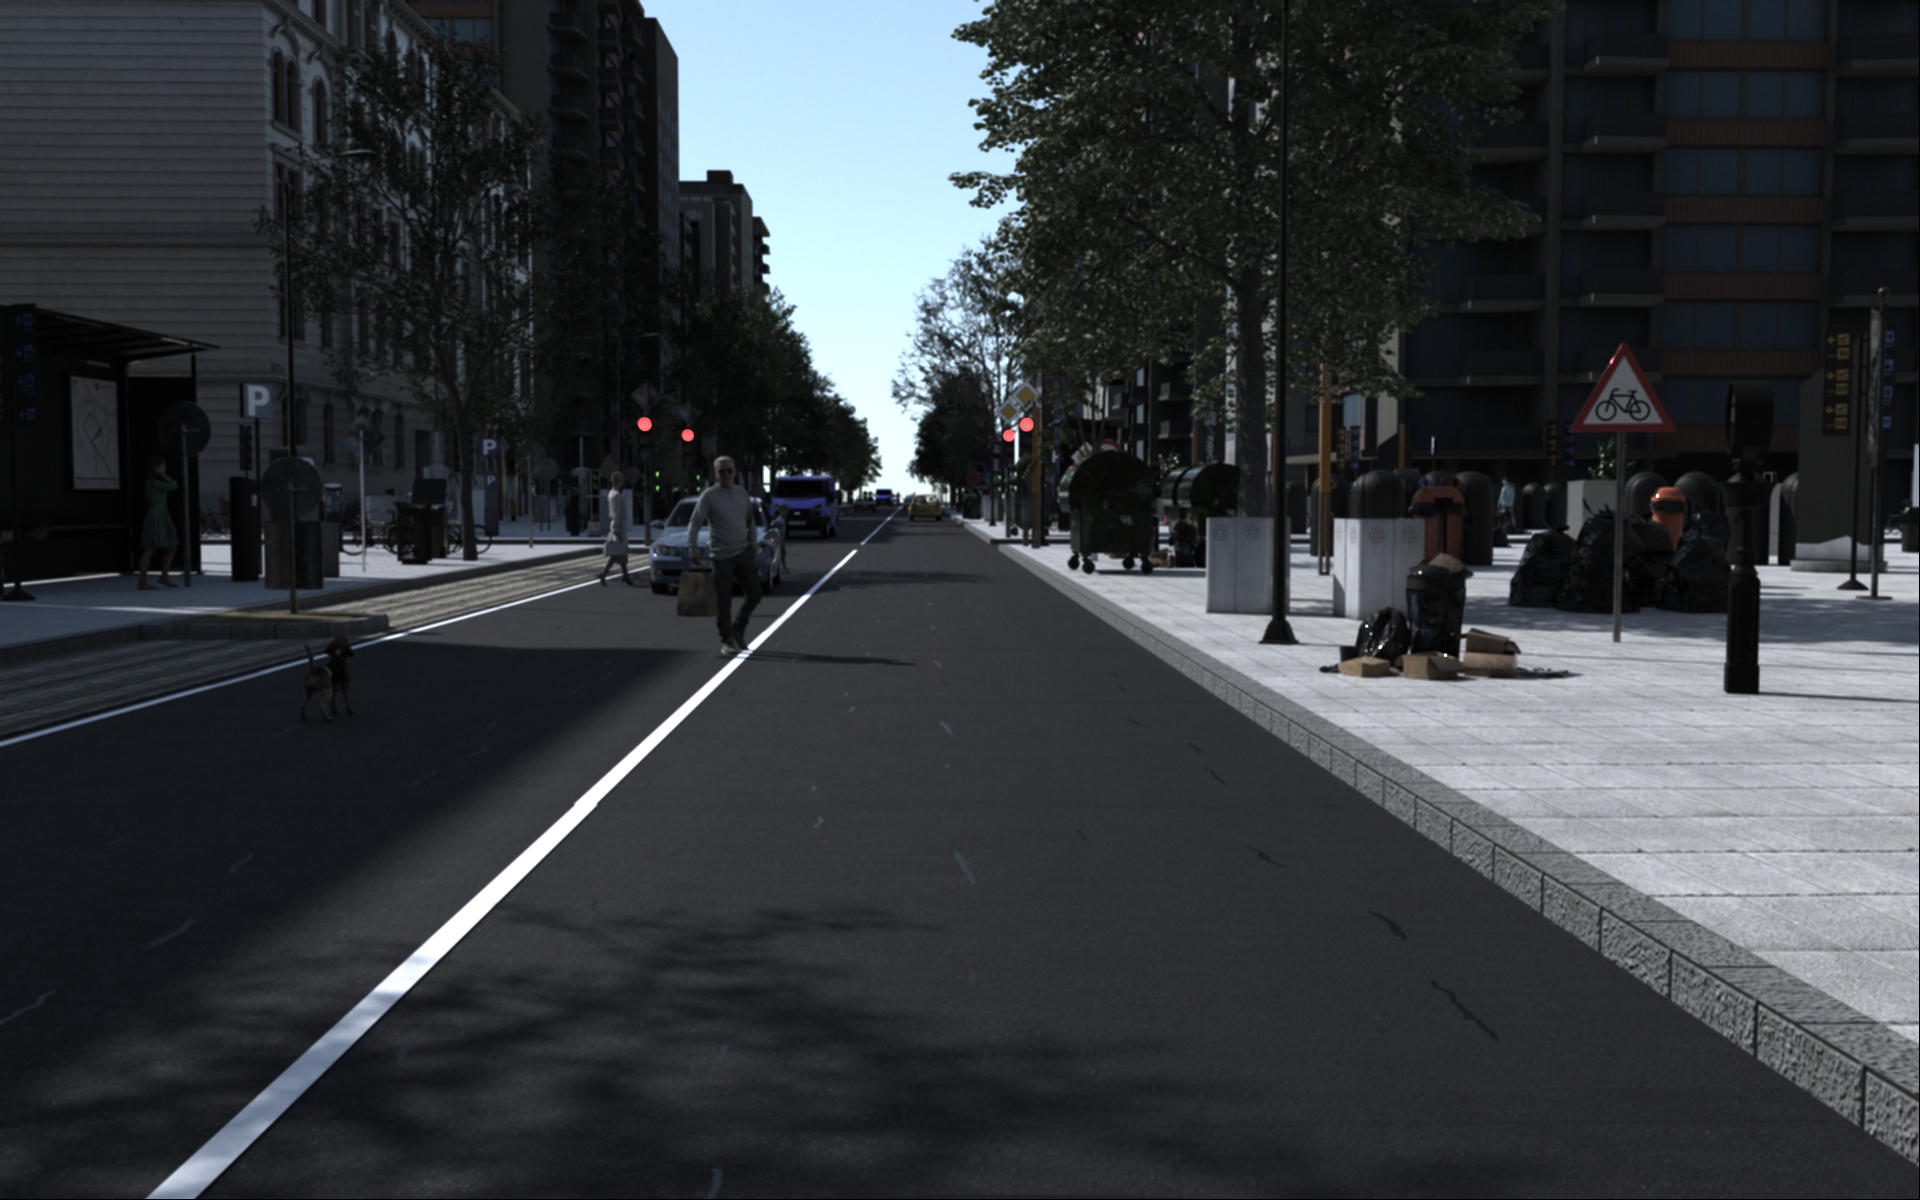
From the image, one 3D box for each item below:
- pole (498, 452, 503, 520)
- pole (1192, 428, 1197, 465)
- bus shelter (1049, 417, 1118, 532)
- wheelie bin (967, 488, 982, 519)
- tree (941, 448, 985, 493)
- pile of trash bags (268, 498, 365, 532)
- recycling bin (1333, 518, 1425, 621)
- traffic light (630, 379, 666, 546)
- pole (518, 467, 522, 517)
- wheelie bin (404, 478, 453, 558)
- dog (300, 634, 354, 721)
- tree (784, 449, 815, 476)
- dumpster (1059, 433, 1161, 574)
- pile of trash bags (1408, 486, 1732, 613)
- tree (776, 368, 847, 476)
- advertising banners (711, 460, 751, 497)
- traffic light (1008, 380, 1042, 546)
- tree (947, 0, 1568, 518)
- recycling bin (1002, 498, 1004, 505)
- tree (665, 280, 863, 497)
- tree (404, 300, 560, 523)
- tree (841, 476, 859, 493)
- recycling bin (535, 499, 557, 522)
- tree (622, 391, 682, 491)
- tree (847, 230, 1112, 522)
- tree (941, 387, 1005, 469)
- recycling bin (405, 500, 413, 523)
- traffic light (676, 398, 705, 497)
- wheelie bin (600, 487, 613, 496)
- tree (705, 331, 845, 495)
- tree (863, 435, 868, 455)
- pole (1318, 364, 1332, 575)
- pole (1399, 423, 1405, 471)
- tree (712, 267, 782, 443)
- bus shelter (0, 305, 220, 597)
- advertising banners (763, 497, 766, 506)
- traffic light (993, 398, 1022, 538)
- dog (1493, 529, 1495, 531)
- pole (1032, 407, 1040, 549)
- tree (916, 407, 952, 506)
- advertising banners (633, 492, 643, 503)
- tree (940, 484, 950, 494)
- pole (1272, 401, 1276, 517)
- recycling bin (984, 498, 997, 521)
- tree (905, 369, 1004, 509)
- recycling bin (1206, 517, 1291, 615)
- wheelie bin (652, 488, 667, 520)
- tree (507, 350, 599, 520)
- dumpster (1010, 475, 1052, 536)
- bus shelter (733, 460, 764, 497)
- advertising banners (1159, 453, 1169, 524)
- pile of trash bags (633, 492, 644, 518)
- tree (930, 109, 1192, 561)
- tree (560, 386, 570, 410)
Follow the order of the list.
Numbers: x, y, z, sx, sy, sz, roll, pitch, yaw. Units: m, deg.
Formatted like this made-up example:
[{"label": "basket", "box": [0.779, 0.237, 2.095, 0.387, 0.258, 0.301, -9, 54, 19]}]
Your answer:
[{"label": "pole", "box": [-22.495, -5.562, 84.775, 0.158, 3.312, 0.155, 0, 3, 0]}, {"label": "pole", "box": [7.276, -3.658, 53.650, 0.158, 3.312, 0.155, 0, 3, 0]}, {"label": "bus shelter", "box": [3.930, -3.927, 55.485, 1.731, 3.624, 6.357, 0, 4, -1]}, {"label": "wheelie bin", "box": [0.723, -4.889, 87.836, 0.693, 1.594, 0.980, -1, 4, -13]}, {"label": "tree", "box": [0.288, -8.411, 121.240, 4.285, 4.588, 4.351, 0, 3, 0]}, {"label": "pile of trash bags", "box": [-22.027, -3.038, 59.427, 3.447, 1.369, 1.912, -1, 4, -8]}, {"label": "recycling bin", "box": [4.326, -0.328, 17.912, 0.722, 1.027, 0.722, -1, 4, -11]}, {"label": "traffic light", "box": [-7.652, -3.274, 42.449, 0.839, 4.253, 0.868, 0, 4, -1]}, {"label": "pole", "box": [-25.108, -6.416, 98.751, 0.158, 3.312, 0.155, 0, 3, 0]}, {"label": "wheelie bin", "box": [-10.682, -1.649, 34.865, 0.980, 1.594, 0.693, 0, 4, -7]}, {"label": "dog", "box": [-4.068, 0.499, 11.128, 0.406, 0.507, 0.540, -2, 4, -35]}, {"label": "tree", "box": [-13.464, -11.905, 145.016, 4.360, 8.622, 3.978, 0, 3, 0]}, {"label": "dumpster", "box": [2.451, -1.591, 28.510, 1.502, 2.255, 1.985, 0, 4, -1]}, {"label": "pile of trash bags", "box": [6.737, -0.588, 19.371, 3.447, 1.369, 1.912, 0, 4, -2]}, {"label": "tree", "box": [-13.707, -15.590, 165.264, 12.009, 13.543, 11.850, 0, 3, 0]}, {"label": "advertising banners", "box": [-11.696, -5.650, 88.572, 2.074, 3.025, 0.090, 0, 4, 5]}, {"label": "traffic light", "box": [1.606, -3.290, 42.704, 0.839, 4.253, 0.868, 0, 4, -1]}, {"label": "tree", "box": [3.321, -6.266, 20.583, 7.486, 12.596, 7.792, 0, 3, 0]}, {"label": "recycling bin", "box": [2.437, -5.710, 105.910, 0.722, 1.027, 0.722, 1, 4, 23]}, {"label": "tree", "box": [-10.725, -9.653, 83.586, 9.928, 11.665, 9.643, 0, 3, 0]}, {"label": "tree", "box": [-18.499, -7.029, 65.286, 4.737, 8.622, 4.395, 0, 3, 0]}, {"label": "tree", "box": [-16.012, -16.272, 249.765, 4.285, 4.588, 4.351, 0, 3, 0]}, {"label": "recycling bin", "box": [-19.063, -4.111, 79.763, 0.722, 1.027, 0.722, 2, 4, 24]}, {"label": "tree", "box": [-20.795, -10.250, 117.947, 4.360, 8.622, 3.978, 0, 3, 0]}, {"label": "tree", "box": [1.842, -10.402, 80.444, 12.009, 13.543, 11.850, 0, 3, 0]}, {"label": "tree", "box": [0.973, -9.665, 108.387, 4.360, 8.622, 3.978, 0, 3, 0]}, {"label": "recycling bin", "box": [-23.886, -3.875, 75.905, 0.722, 1.027, 0.722, -2, 4, -27]}, {"label": "traffic light", "box": [-7.860, -3.762, 50.431, 0.839, 4.253, 0.868, 0, 4, -1]}, {"label": "wheelie bin", "box": [-15.169, -4.107, 75.058, 0.980, 1.594, 0.693, 2, 4, 25]}, {"label": "tree", "box": [-12.609, -12.238, 117.100, 9.611, 12.733, 9.660, 0, 3, 0]}, {"label": "tree", "box": [-11.618, -10.271, 93.680, 9.928, 11.665, 9.643, 0, 3, 0]}, {"label": "pole", "box": [5.763, -2.049, 27.337, 0.158, 3.312, 0.155, 0, 3, 0]}, {"label": "pole", "box": [12.766, -3.441, 50.102, 0.158, 3.312, 0.155, 0, 3, 0]}, {"label": "tree", "box": [-10.720, -8.118, 67.140, 8.767, 10.594, 7.601, 1, 4, 16]}, {"label": "bus shelter", "box": [-12.538, -2.033, 24.525, 1.731, 3.624, 6.357, 0, 4, -1]}, {"label": "advertising banners", "box": [-14.472, -7.776, 123.324, 2.074, 3.025, 0.090, 1, 4, 11]}, {"label": "traffic light", "box": [1.398, -3.778, 50.687, 0.839, 4.253, 0.868, 0, 4, -1]}, {"label": "dog", "box": [14.180, -1.674, 46.664, 0.406, 0.507, 0.540, 2, 4, 24]}, {"label": "pole", "box": [1.794, -2.870, 40.774, 0.158, 3.312, 0.155, 0, 3, 0]}, {"label": "tree", "box": [-1.005, -16.275, 191.857, 9.928, 11.665, 9.643, 0, 3, 0]}, {"label": "advertising banners", "box": [-22.506, -7.744, 122.799, 2.074, 3.025, 0.090, 2, 4, 32]}, {"label": "tree", "box": [-2.485, -16.547, 265.147, 1.663, 3.219, 1.824, 0, 3, 0]}, {"label": "pole", "box": [6.994, -2.714, 38.211, 0.158, 3.312, 0.155, 0, 3, 0]}, {"label": "recycling bin", "box": [1.507, -4.277, 82.475, 0.722, 1.027, 0.722, 0, 4, 0]}, {"label": "tree", "box": [-0.109, -14.445, 153.188, 9.611, 12.733, 9.660, 0, 3, 0]}, {"label": "recycling bin", "box": [3.125, -0.380, 18.767, 0.722, 1.027, 0.722, 2, 4, 31]}, {"label": "wheelie bin", "box": [-14.781, -4.697, 84.697, 0.980, 1.594, 0.693, -2, 4, -34]}, {"label": "tree", "box": [-19.705, -8.177, 84.060, 4.360, 8.622, 3.978, 0, 3, 0]}, {"label": "dumpster", "box": [2.176, -2.913, 53.386, 1.264, 1.857, 1.865, 0, 4, -2]}, {"label": "bus shelter", "box": [-12.954, -6.709, 103.612, 2.014, 3.302, 5.546, 0, 4, -1]}, {"label": "advertising banners", "box": [8.770, -4.731, 73.537, 0.090, 3.025, 2.074, -1, 4, -11]}, {"label": "pile of trash bags", "box": [-16.886, -4.839, 88.864, 1.912, 1.369, 3.447, 0, 3, 0]}, {"label": "tree", "box": [2.402, -5.058, 33.067, 4.737, 8.622, 4.395, 0, 3, 0]}, {"label": "tree", "box": [-19.661, -7.691, 76.109, 4.737, 8.622, 4.395, 0, 3, 0]}]
